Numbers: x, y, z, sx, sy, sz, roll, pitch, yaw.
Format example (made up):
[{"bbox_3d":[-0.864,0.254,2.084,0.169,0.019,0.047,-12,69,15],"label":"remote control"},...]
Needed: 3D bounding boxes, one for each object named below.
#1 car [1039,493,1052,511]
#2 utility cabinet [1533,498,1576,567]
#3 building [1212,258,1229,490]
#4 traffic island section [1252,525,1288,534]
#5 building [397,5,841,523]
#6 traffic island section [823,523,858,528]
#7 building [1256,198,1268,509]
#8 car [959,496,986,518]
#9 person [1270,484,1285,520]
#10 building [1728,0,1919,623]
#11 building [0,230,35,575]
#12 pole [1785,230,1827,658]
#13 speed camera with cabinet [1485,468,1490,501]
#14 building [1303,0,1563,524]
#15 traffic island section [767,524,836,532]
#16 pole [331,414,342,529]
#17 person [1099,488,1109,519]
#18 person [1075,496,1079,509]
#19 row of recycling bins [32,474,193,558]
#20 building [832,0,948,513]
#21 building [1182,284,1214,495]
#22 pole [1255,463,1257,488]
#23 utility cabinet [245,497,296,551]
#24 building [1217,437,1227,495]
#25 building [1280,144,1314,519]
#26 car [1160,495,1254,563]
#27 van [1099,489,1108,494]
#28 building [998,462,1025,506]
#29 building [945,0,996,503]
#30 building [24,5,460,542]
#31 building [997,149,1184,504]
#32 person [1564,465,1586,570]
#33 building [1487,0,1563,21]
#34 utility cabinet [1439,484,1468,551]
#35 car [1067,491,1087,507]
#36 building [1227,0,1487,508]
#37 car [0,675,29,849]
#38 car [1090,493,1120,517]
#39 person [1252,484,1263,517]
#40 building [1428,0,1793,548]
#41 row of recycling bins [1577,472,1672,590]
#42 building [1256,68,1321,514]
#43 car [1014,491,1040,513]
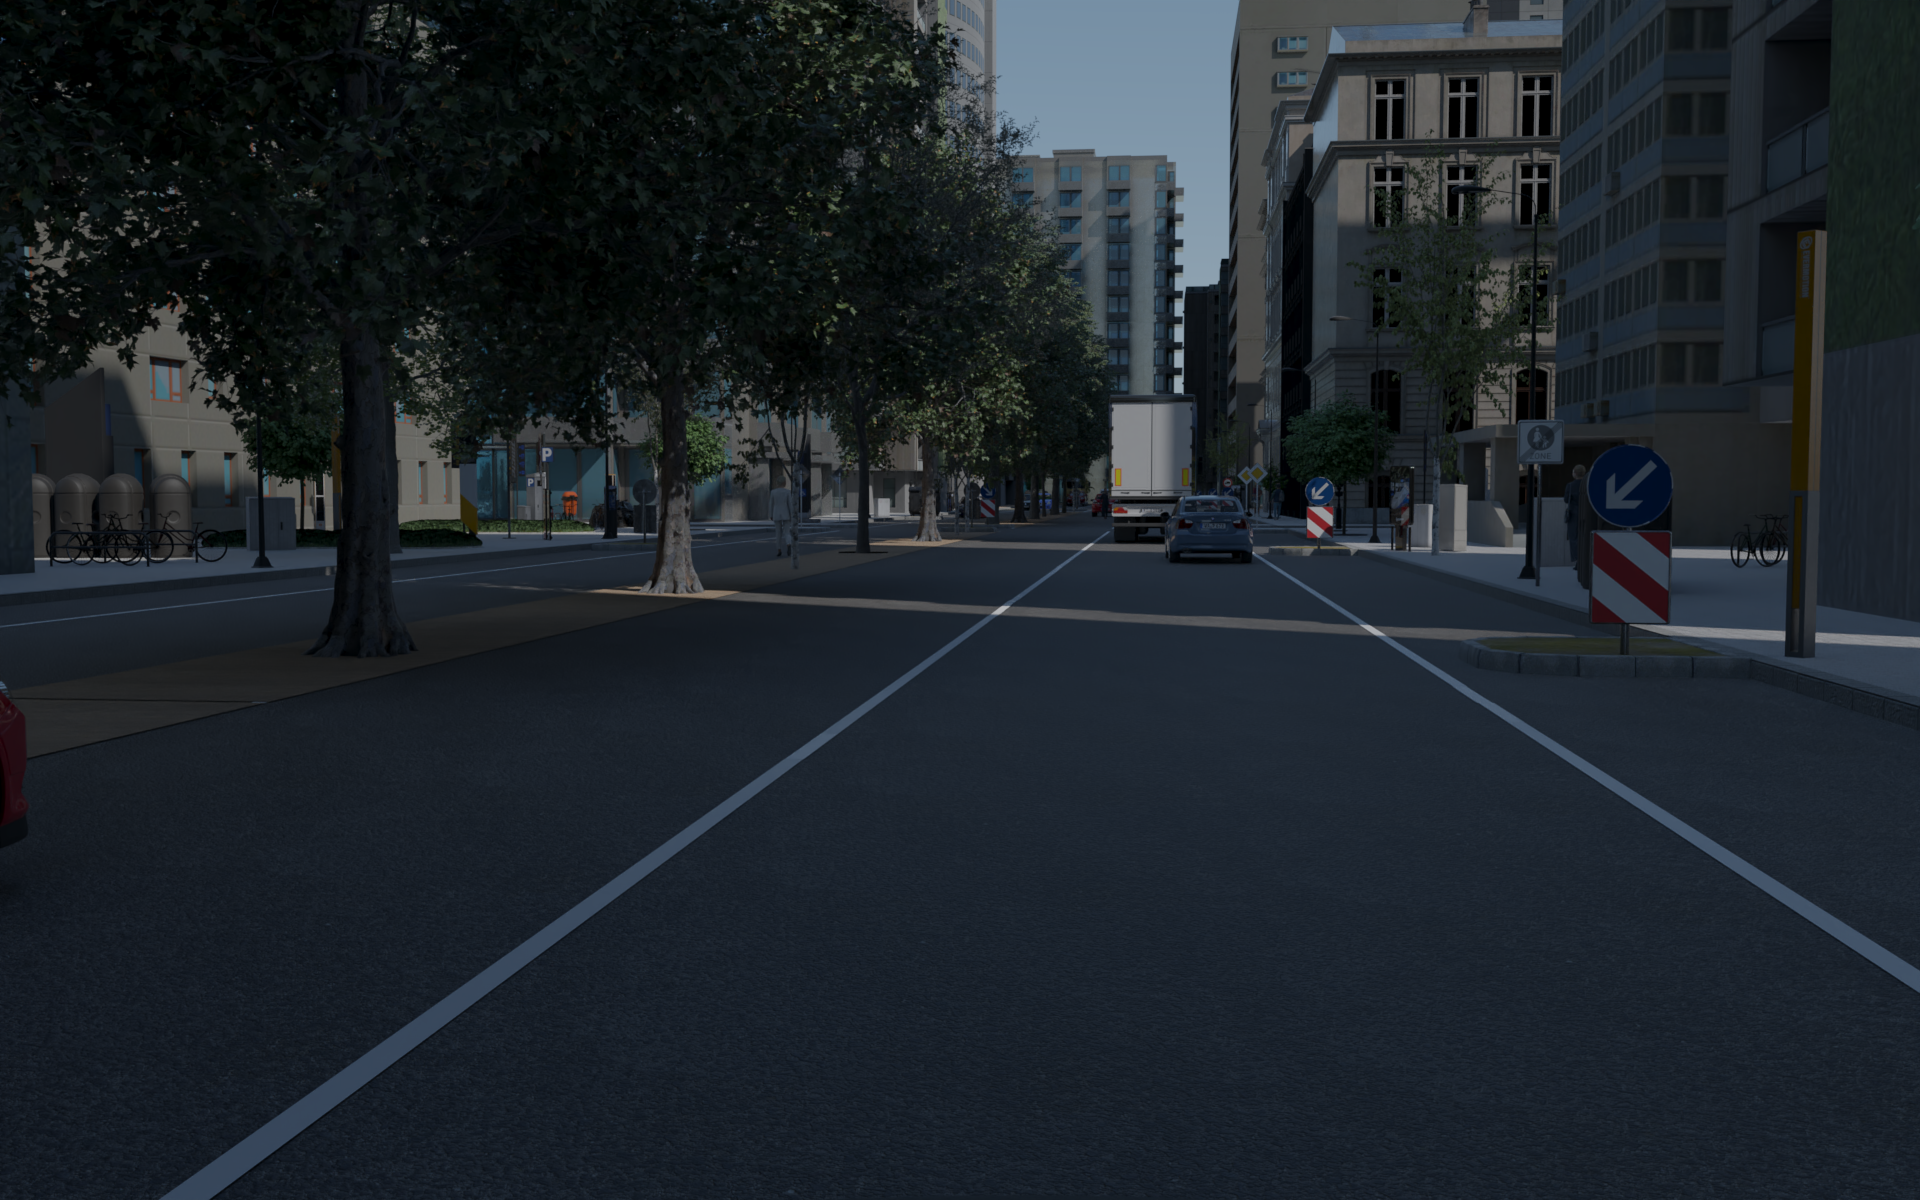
[{"bbox_3d":[7.074,-8.383,146.650,1.945,1.707,3.694,0,4,8],"label":"car"},{"bbox_3d":[10.539,-1.195,30.701,1.020,1.237,0.306,-2,4,-31],"label":"utility cabinet"},{"bbox_3d":[38.686,-26.943,212.218,14.160,30.474,14.107,0,4,7],"label":"building"},{"bbox_3d":[11.034,-2.560,64.141,2.009,0.180,2.903,0,4,7],"label":"traffic island section"},{"bbox_3d":[-18.684,-28.821,90.832,23.786,49.044,30.456,0,4,7],"label":"building"},{"bbox_3d":[-5.173,-3.167,74.056,2.009,0.180,2.903,0,4,7],"label":"traffic island section"},{"bbox_3d":[30.350,-21.172,133.553,14.401,28.519,23.554,0,4,7],"label":"building"},{"bbox_3d":[0.714,-5.558,103.455,1.945,1.354,3.894,0,4,6],"label":"car"},{"bbox_3d":[15.651,-4.825,85.287,0.623,1.781,0.721,-1,4,-12],"label":"person"},{"bbox_3d":[17.047,-20.554,19.647,14.154,41.232,14.086,0,4,7],"label":"building"},{"bbox_3d":[-25.951,-42.727,11.262,22.319,86.520,31.000,0,4,7],"label":"building"},{"bbox_3d":[6.612,-1.204,13.536,0.158,3.312,0.155,0,3,0],"label":"pole"},{"bbox_3d":[18.518,-4.071,60.901,2.038,3.252,0.660,-3,5,-42],"label":"speed camera with cabinet"},{"bbox_3d":[33.156,-15.704,75.840,34.723,24.649,14.460,0,4,7],"label":"building"},{"bbox_3d":[-6.092,-2.682,66.124,2.009,0.180,2.903,0,4,7],"label":"traffic island section"},{"bbox_3d":[-15.724,-3.049,43.686,0.158,3.312,0.155,0,3,0],"label":"pole"},{"bbox_3d":[8.288,-5.522,99.212,0.576,1.772,0.534,-1,4,-19],"label":"person"},{"bbox_3d":[10.411,-8.943,155.263,0.434,1.755,0.990,1,4,11],"label":"person"},{"bbox_3d":[-17.281,-1.702,34.937,3.534,1.692,1.069,0,3,0],"label":"row of recycling bins"},{"bbox_3d":[-8.695,-26.712,120.333,14.154,41.232,14.086,0,4,7],"label":"building"},{"bbox_3d":[37.567,-28.465,237.111,14.107,30.474,14.160,0,4,7],"label":"building"},{"bbox_3d":[19.644,-7.396,114.761,0.158,3.312,0.155,0,3,0],"label":"pole"},{"bbox_3d":[-15.746,-1.739,39.590,1.020,1.237,0.306,-3,4,-39],"label":"utility cabinet"},{"bbox_3d":[39.899,-53.468,186.865,22.319,86.520,31.000,0,4,7],"label":"building"},{"bbox_3d":[24.268,-16.175,94.138,12.332,23.373,15.834,0,4,7],"label":"building"},{"bbox_3d":[5.336,-1.550,37.352,2.014,1.417,4.499,0,4,5],"label":"car"},{"bbox_3d":[12.181,-8.260,142.057,2.013,2.044,4.112,0,4,7],"label":"van"},{"bbox_3d":[1.114,-27.245,217.160,14.107,30.474,14.160,0,4,7],"label":"building"},{"bbox_3d":[-8.349,-38.026,163.718,21.231,58.520,28.212,0,4,7],"label":"building"},{"bbox_3d":[-35.128,-12.909,56.099,28.899,21.520,27.650,0,4,7],"label":"building"},{"bbox_3d":[15.910,-38.141,243.213,30.456,49.044,23.786,0,4,7],"label":"building"},{"bbox_3d":[10.472,-1.390,29.184,0.576,1.772,0.534,-1,4,-15],"label":"person"},{"bbox_3d":[59.781,-46.921,205.406,20.611,71.187,20.563,0,4,7],"label":"building"},{"bbox_3d":[11.055,-1.853,38.974,0.318,1.500,1.173,0,4,-5],"label":"utility cabinet"},{"bbox_3d":[13.539,-11.677,199.596,2.281,1.827,5.304,1,4,8],"label":"car"},{"bbox_3d":[36.318,-32.924,162.012,21.300,48.544,21.600,0,4,7],"label":"building"},{"bbox_3d":[-4.400,0.279,4.478,2.155,1.783,4.494,0,4,7],"label":"car"},{"bbox_3d":[9.319,-6.161,109.770,2.155,1.783,4.494,0,4,7],"label":"car"},{"bbox_3d":[16.770,-5.622,97.933,0.580,1.828,0.573,-2,4,-30],"label":"person"},{"bbox_3d":[29.884,-21.620,45.364,32.217,40.220,23.993,0,4,7],"label":"building"},{"bbox_3d":[9.010,-1.014,23.692,1.069,1.692,3.534,1,4,15],"label":"row of recycling bins"},{"bbox_3d":[26.616,-19.930,111.765,13.634,28.700,20.117,0,4,7],"label":"building"},{"bbox_3d":[5.212,-7.545,133.152,2.009,1.686,4.222,0,4,7],"label":"car"}]
